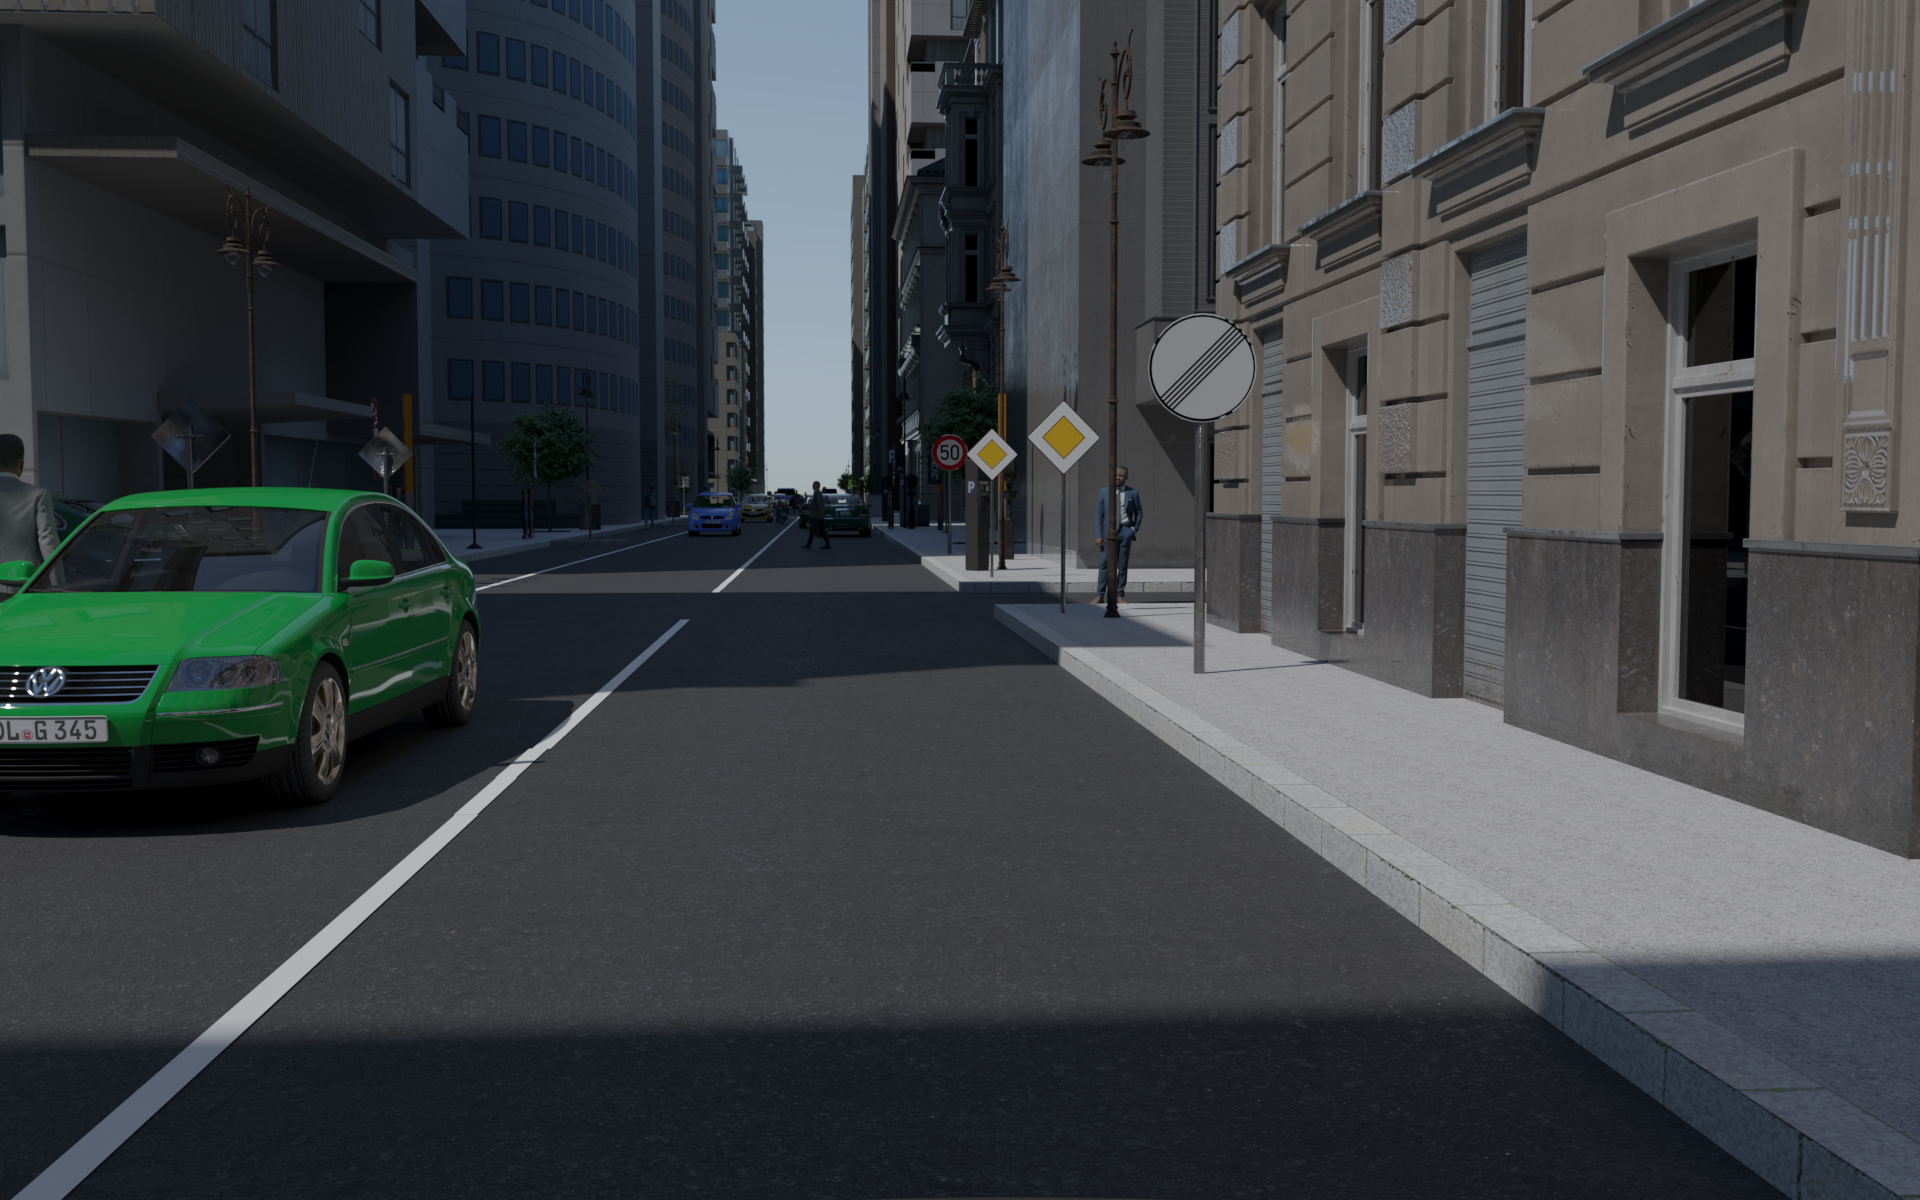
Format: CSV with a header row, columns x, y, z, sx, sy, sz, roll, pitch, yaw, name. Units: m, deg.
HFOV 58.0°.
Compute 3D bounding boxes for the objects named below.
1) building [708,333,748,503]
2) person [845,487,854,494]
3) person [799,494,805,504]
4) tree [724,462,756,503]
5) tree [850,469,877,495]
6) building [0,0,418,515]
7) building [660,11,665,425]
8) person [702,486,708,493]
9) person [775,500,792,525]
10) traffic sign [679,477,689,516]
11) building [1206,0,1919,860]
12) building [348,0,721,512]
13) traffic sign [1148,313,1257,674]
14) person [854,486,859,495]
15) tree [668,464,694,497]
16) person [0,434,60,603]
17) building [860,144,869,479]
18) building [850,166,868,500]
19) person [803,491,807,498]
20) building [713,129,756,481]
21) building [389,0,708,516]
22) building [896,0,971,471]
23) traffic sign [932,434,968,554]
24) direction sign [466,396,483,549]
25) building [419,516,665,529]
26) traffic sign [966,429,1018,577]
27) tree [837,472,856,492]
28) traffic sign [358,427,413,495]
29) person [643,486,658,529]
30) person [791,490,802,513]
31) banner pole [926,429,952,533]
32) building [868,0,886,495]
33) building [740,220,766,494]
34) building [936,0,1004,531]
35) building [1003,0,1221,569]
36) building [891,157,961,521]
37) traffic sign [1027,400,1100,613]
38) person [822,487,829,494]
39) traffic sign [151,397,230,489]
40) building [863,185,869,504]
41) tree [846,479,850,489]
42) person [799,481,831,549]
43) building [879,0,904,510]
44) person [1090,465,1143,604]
x,y,z,sx,sy,sz,roll,pitch,yaw,name
-38.970,-21.661,199.200,27.650,21.520,28.899,0,4,-4,building
-5.898,-5.151,92.981,0.793,1.790,0.793,3,5,44,person
-11.125,-6.753,122.152,0.421,1.427,0.697,-3,5,-41,person
-22.534,-11.862,177.656,4.285,4.588,4.351,0,3,0,tree
-6.415,-7.879,123.431,1.663,3.219,1.824,0,3,0,tree
-26.738,-27.411,37.410,28.713,52.752,27.495,0,4,-4,building
-26.029,-27.941,106.944,14.600,45.320,14.200,0,4,-4,building
-12.506,-4.689,85.262,0.391,1.810,0.635,-3,5,-45,person
-8.247,-4.094,80.931,0.738,1.151,1.012,3,5,43,person
-16.082,-6.043,100.940,0.606,2.300,0.079,0,4,4,traffic sign
9.015,-12.695,4.830,12.463,27.353,25.104,0,4,-4,building
-35.932,-34.633,155.491,28.713,52.752,27.495,0,4,-4,building
1.710,-0.746,12.308,0.768,2.556,0.104,0,4,2,traffic sign
-4.705,-4.242,78.194,0.374,1.781,0.599,0,4,7,person
-17.425,-7.023,109.427,1.663,3.219,1.824,0,3,0,tree
-5.695,-0.097,10.358,0.678,1.792,0.850,-1,4,-17,person
-0.126,-36.109,209.988,23.786,49.044,30.456,0,4,-4,building
-4.914,-38.313,250.120,21.300,48.544,21.600,0,4,-4,building
-17.905,-11.753,201.367,1.217,1.736,0.721,-2,4,-24,person
-39.306,-37.213,228.045,23.786,49.044,30.456,0,4,-4,building
-30.288,-35.807,127.441,21.231,58.520,28.212,0,4,-4,building
9.451,-32.501,120.635,28.713,52.752,27.495,0,4,-4,building
-0.222,-2.261,37.072,0.768,2.556,0.104,0,4,-3,traffic sign
-11.383,-2.968,40.517,0.379,3.537,0.876,-1,4,-18,direction sign
-24.650,-32.495,73.290,21.231,58.520,28.212,0,4,-4,building
0.489,-1.404,26.591,0.795,2.450,0.064,0,4,-4,traffic sign
-14.719,-14.997,228.915,4.285,4.588,4.351,0,3,0,tree
-8.580,-1.362,25.908,0.795,2.450,0.064,0,4,-4,traffic sign
-12.703,-3.812,71.172,0.623,1.781,0.721,0,4,-7,person
-12.644,-7.621,133.652,0.990,1.755,0.434,-2,4,-27,person
-0.677,-4.077,56.674,0.863,3.779,0.401,1,4,9,banner pole
1.911,-37.941,162.341,21.231,58.520,28.212,0,4,-4,building
-35.628,-34.696,250.865,14.154,41.232,14.086,0,4,-4,building
6.430,-15.036,64.925,14.460,24.649,34.723,0,4,-4,building
16.438,-13.226,35.317,30.058,24.678,14.314,0,4,-4,building
1.997,-13.902,91.925,10.561,19.102,19.286,0,4,-4,building
1.108,-0.917,18.629,0.795,2.450,0.064,0,4,-4,traffic sign
-6.067,-4.233,78.136,0.576,1.772,0.534,-2,4,-32,person
-7.960,-0.875,17.947,0.795,2.450,0.064,0,4,-4,traffic sign
-5.978,-33.546,232.069,14.154,41.232,14.086,0,4,-4,building
-12.445,-12.430,197.837,1.663,3.219,1.824,0,3,0,tree
-3.787,-2.219,45.176,0.834,1.777,0.661,-1,4,-11,person
0.662,-30.049,141.417,14.600,45.320,14.200,0,4,-4,building
2.007,-0.837,22.360,0.721,1.800,0.419,0,4,-3,person
